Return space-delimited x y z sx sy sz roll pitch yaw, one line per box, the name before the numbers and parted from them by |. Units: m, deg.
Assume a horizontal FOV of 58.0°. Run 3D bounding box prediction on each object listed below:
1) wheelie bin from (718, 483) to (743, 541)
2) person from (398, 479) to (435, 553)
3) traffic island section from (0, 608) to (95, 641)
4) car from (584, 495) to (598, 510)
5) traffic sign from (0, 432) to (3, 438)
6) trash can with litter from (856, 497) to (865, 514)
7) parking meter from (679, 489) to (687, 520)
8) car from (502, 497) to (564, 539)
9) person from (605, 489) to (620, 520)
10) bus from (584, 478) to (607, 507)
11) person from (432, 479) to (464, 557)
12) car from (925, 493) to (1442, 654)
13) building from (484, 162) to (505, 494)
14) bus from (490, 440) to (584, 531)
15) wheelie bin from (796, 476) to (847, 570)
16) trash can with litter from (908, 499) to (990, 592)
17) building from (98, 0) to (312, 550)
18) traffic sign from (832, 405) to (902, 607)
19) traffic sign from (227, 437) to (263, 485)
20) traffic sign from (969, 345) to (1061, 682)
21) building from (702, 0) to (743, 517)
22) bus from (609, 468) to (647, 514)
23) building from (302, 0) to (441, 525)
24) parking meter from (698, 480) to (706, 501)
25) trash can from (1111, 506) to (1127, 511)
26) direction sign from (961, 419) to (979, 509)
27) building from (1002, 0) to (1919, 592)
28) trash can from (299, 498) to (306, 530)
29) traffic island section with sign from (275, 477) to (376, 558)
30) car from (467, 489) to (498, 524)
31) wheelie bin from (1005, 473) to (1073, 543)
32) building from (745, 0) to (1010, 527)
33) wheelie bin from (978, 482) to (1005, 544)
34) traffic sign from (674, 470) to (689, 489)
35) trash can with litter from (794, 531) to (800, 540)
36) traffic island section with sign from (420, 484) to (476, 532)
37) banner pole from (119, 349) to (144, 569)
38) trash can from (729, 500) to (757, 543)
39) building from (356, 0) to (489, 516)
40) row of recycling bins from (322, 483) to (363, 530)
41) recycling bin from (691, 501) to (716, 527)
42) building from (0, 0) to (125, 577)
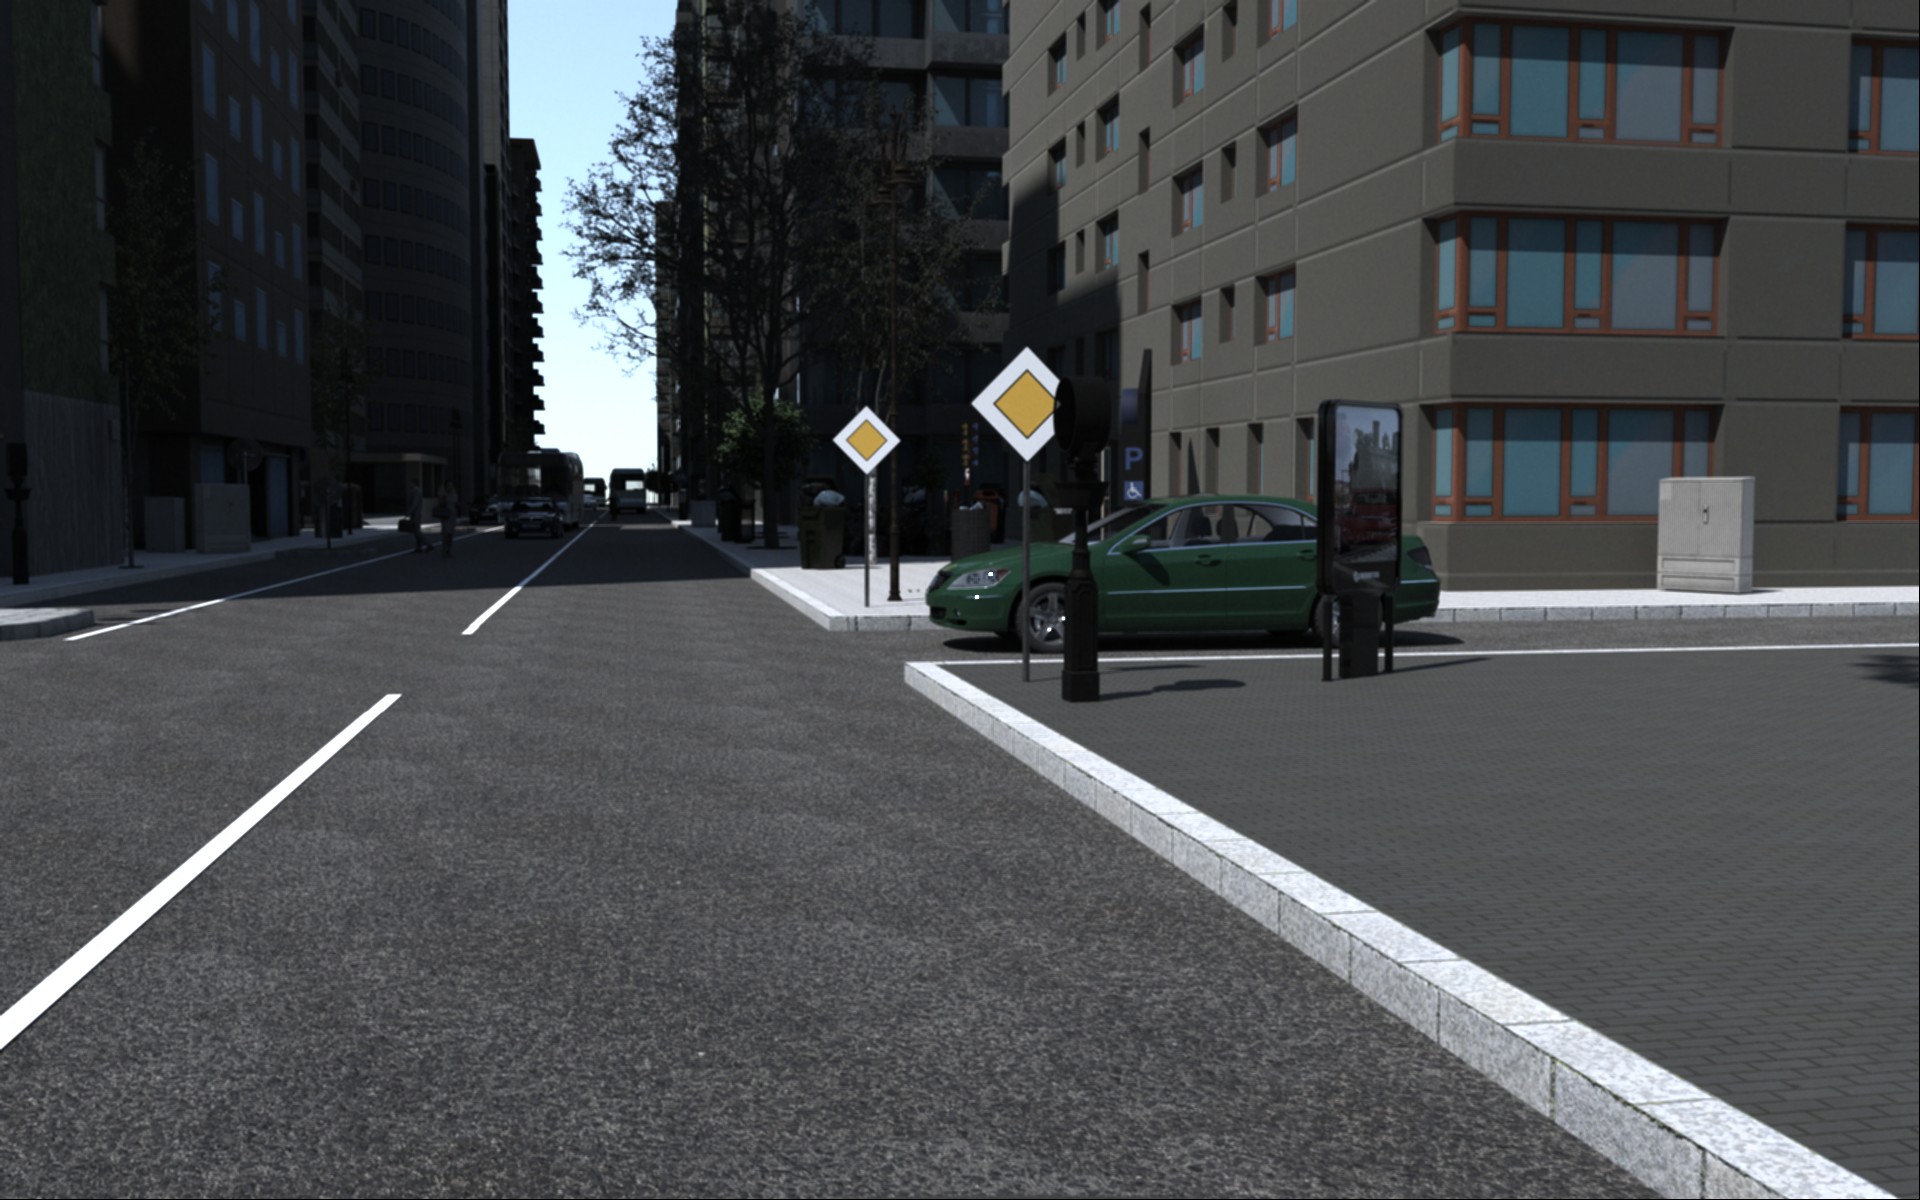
wheelie bin | -6.256 -2.405 47.223 0.693 1.594 0.980 -1 4 -9
person | -13.297 -2.060 42.305 0.853 1.813 0.709 -1 4 -19
traffic island section | -10.310 0.266 17.926 2.009 0.180 2.903 -1 4 -11
car | -33.234 -8.646 153.716 2.083 1.381 4.827 -1 4 -12
traffic sign | -10.288 -0.870 17.868 0.795 2.450 0.064 -1 4 -11
trash can with litter | -3.274 -3.189 63.534 0.624 1.170 1.055 2 4 35
parking meter | -13.535 -4.660 84.596 0.372 1.533 0.369 0 3 0
car | -13.933 -2.698 56.689 1.945 1.354 3.894 -1 4 -11
person | -19.090 -5.253 95.109 0.721 1.736 1.217 2 4 28
bus | -40.169 -11.926 189.849 2.948 3.499 13.247 -1 4 -11
person | -11.656 -1.867 39.391 0.532 1.782 0.716 3 5 40
car | 2.109 -0.293 16.596 4.920 1.459 2.131 -1 4 -10
building | -45.807 -22.784 144.225 14.160 30.474 14.107 -1 4 -11
bus | -16.768 -4.576 69.684 2.948 3.499 13.247 -1 4 -9
wheelie bin | -2.360 -1.326 29.587 0.980 1.594 0.693 3 4 36
trash can with litter | 0.514 -0.732 23.021 2.233 1.210 1.678 1 4 9
building | -25.449 -24.092 44.013 14.600 45.320 14.200 -1 4 -11
traffic sign | -1.058 -0.977 19.613 0.795 2.450 0.064 -1 4 -11
traffic sign | -16.105 -2.381 39.040 0.768 2.556 0.104 -1 4 -11
traffic sign | 0.448 -0.497 11.771 0.795 2.450 0.064 -1 4 -11
building | -8.222 -25.635 102.733 14.154 41.232 14.086 -1 4 -11
bus | -24.932 -8.272 130.108 2.948 3.499 13.247 -1 4 -11
building | -39.728 -23.418 74.761 32.217 40.220 23.993 -1 4 -11
parking meter | -10.712 -4.057 72.037 0.255 1.863 0.399 0 4 5
trash can | 2.208 -0.574 21.036 0.748 1.137 0.748 0 3 0
direction sign | 0.314 -3.724 52.882 0.379 3.537 0.876 -3 4 -37
building | 17.998 -11.825 38.386 28.899 21.520 27.650 -1 4 -11
trash can | -23.744 -3.069 61.833 0.748 1.137 0.748 0 3 0
traffic island section with sign | -14.530 -1.906 39.797 1.989 1.847 2.006 -1 4 -11
car | -22.665 -4.501 83.376 2.009 1.686 4.222 -1 4 -12
wheelie bin | 1.288 -1.130 26.383 0.693 1.594 0.980 2 4 35
building | 0.744 -28.177 80.300 23.786 49.044 30.456 -1 4 -11
wheelie bin | 0.786 -2.264 44.927 0.980 1.594 0.693 2 4 30
traffic sign | -14.545 -5.522 90.386 0.768 2.556 0.104 -1 4 -10
trash can with litter | -4.071 -2.239 47.987 1.055 1.170 0.624 0 4 -3
traffic island section with sign | -19.602 -3.526 66.273 1.989 1.847 2.006 -1 4 -11
banner pole | -14.441 -2.452 30.107 0.401 3.779 0.863 -1 4 -22
trash can | -5.669 -2.057 45.283 0.748 1.137 0.748 0 3 0
building | -40.110 -34.251 102.007 21.231 58.520 28.212 -1 4 -11
row of recycling bins | -22.656 -3.446 63.451 1.069 1.692 3.534 -1 4 -8
recycling bin | -9.983 -3.356 67.429 0.722 1.027 0.722 -3 4 -39
building | -20.936 -20.728 22.497 14.154 41.232 14.086 -1 4 -11
